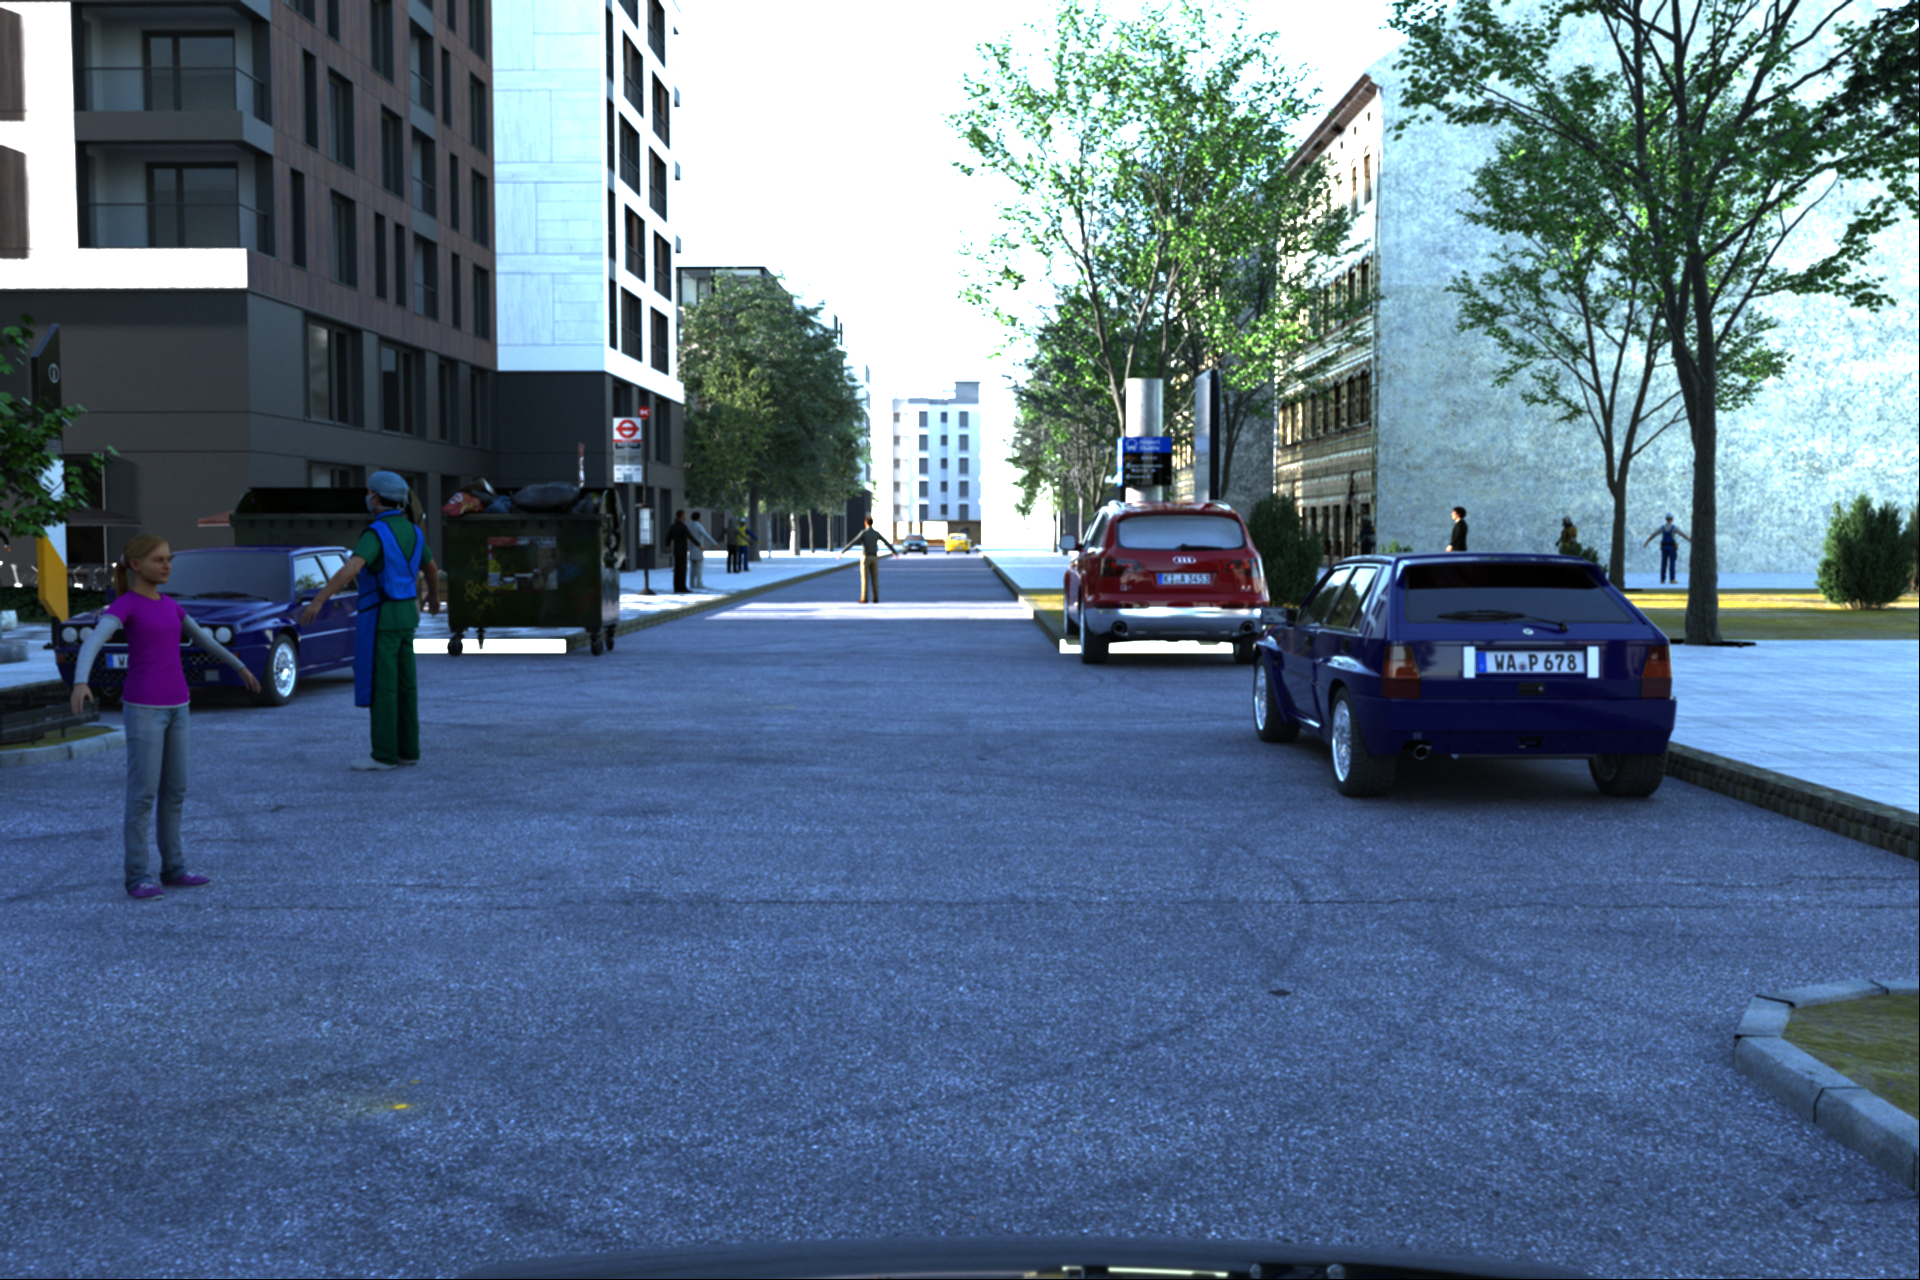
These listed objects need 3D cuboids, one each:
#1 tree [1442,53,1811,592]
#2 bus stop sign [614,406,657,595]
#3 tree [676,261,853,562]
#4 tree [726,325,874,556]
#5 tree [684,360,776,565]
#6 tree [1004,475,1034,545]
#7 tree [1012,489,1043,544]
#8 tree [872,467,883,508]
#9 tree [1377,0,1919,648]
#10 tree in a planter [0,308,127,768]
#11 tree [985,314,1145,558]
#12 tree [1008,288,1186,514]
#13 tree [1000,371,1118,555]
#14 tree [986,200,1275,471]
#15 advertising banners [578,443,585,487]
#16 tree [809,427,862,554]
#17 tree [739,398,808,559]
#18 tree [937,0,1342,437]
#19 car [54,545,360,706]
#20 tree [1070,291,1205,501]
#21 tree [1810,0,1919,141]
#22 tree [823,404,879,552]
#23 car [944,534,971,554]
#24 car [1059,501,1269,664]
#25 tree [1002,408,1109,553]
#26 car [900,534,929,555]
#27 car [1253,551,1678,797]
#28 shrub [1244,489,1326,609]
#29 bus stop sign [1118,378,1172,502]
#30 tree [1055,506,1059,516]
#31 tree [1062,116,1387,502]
[{"bbox_3d":[14.773,-6.908,38.708,9.928,11.665,9.643,0,3,0],"label":"tree"},{"bbox_3d":[-6.806,-2.910,36.281,0.855,3.939,0.416,0,4,-1],"label":"bus stop sign"},{"bbox_3d":[-9.721,-10.630,80.453,9.857,13.997,8.962,0,3,0],"label":"tree"},{"bbox_3d":[-9.730,-11.897,101.175,9.857,13.997,8.962,0,3,0],"label":"tree"},{"bbox_3d":[-9.538,-7.462,72.365,4.737,8.622,4.395,0,3,0],"label":"tree"},{"bbox_3d":[8.065,-16.031,212.466,4.360,8.622,3.978,0,3,0],"label":"tree"},{"bbox_3d":[8.488,-16.410,218.669,4.737,8.622,4.395,0,3,0],"label":"tree"},{"bbox_3d":[-13.268,-18.381,218.652,7.486,12.596,7.792,0,3,0],"label":"tree"},{"bbox_3d":[8.460,-5.754,19.826,9.928,11.665,9.643,0,3,0],"label":"tree"},{"bbox_3d":[-6.634,-0.863,11.330,1.991,3.239,1.994,0,4,1],"label":"tree in a planter"},{"bbox_3d":[6.368,-11.049,91.022,12.009,13.543,11.850,0,3,0],"label":"tree"},{"bbox_3d":[5.785,-8.987,72.698,9.928,11.665,9.643,0,3,0],"label":"tree"},{"bbox_3d":[6.131,-11.441,105.192,7.486,12.596,7.792,0,3,0],"label":"tree"},{"bbox_3d":[6.129,-9.247,61.561,12.009,13.543,11.850,0,3,0],"label":"tree"},{"bbox_3d":[-7.281,-2.230,32.655,0.090,3.025,2.074,0,3,0],"label":"advertising banners"},{"bbox_3d":[-9.913,-10.885,112.380,7.601,10.594,8.767,0,4,-3],"label":"tree"},{"bbox_3d":[-10.024,-8.496,89.274,4.360,8.622,3.978,0,3,0],"label":"tree"},{"bbox_3d":[3.426,-6.589,33.491,9.928,11.665,9.643,0,3,0],"label":"tree"},{"bbox_3d":[-6.471,-0.186,15.620,1.945,1.354,3.894,0,4,0],"label":"car"},{"bbox_3d":[5.594,-6.152,50.947,4.737,8.622,4.395,0,3,0],"label":"tree"},{"bbox_3d":[8.101,-4.591,9.473,7.601,10.594,8.767,0,4,-5],"label":"tree"},{"bbox_3d":[-9.241,-12.031,122.458,9.928,11.665,9.643,0,3,0],"label":"tree"},{"bbox_3d":[-0.168,-7.120,126.628,2.015,1.641,3.980,0,4,-1],"label":"car"},{"bbox_3d":[2.350,-0.733,20.656,2.281,1.827,5.304,0,4,0],"label":"car"},{"bbox_3d":[6.493,-11.712,117.251,9.928,11.665,9.643,0,3,0],"label":"tree"},{"bbox_3d":[-3.168,-6.857,121.903,2.009,1.686,4.222,0,4,0],"label":"car"},{"bbox_3d":[2.930,0.110,10.788,1.945,1.354,3.894,0,4,0],"label":"car"},{"bbox_3d":[5.226,-1.482,28.651,1.690,2.028,1.600,0,3,0],"label":"shrub"},{"bbox_3d":[3.149,-2.482,29.590,0.837,3.901,0.837,0,3,0],"label":"bus stop sign"},{"bbox_3d":[14.418,-16.333,217.409,4.360,8.622,3.978,0,3,0],"label":"tree"},{"bbox_3d":[6.333,-7.107,41.949,9.928,11.665,9.643,0,3,0],"label":"tree"}]
